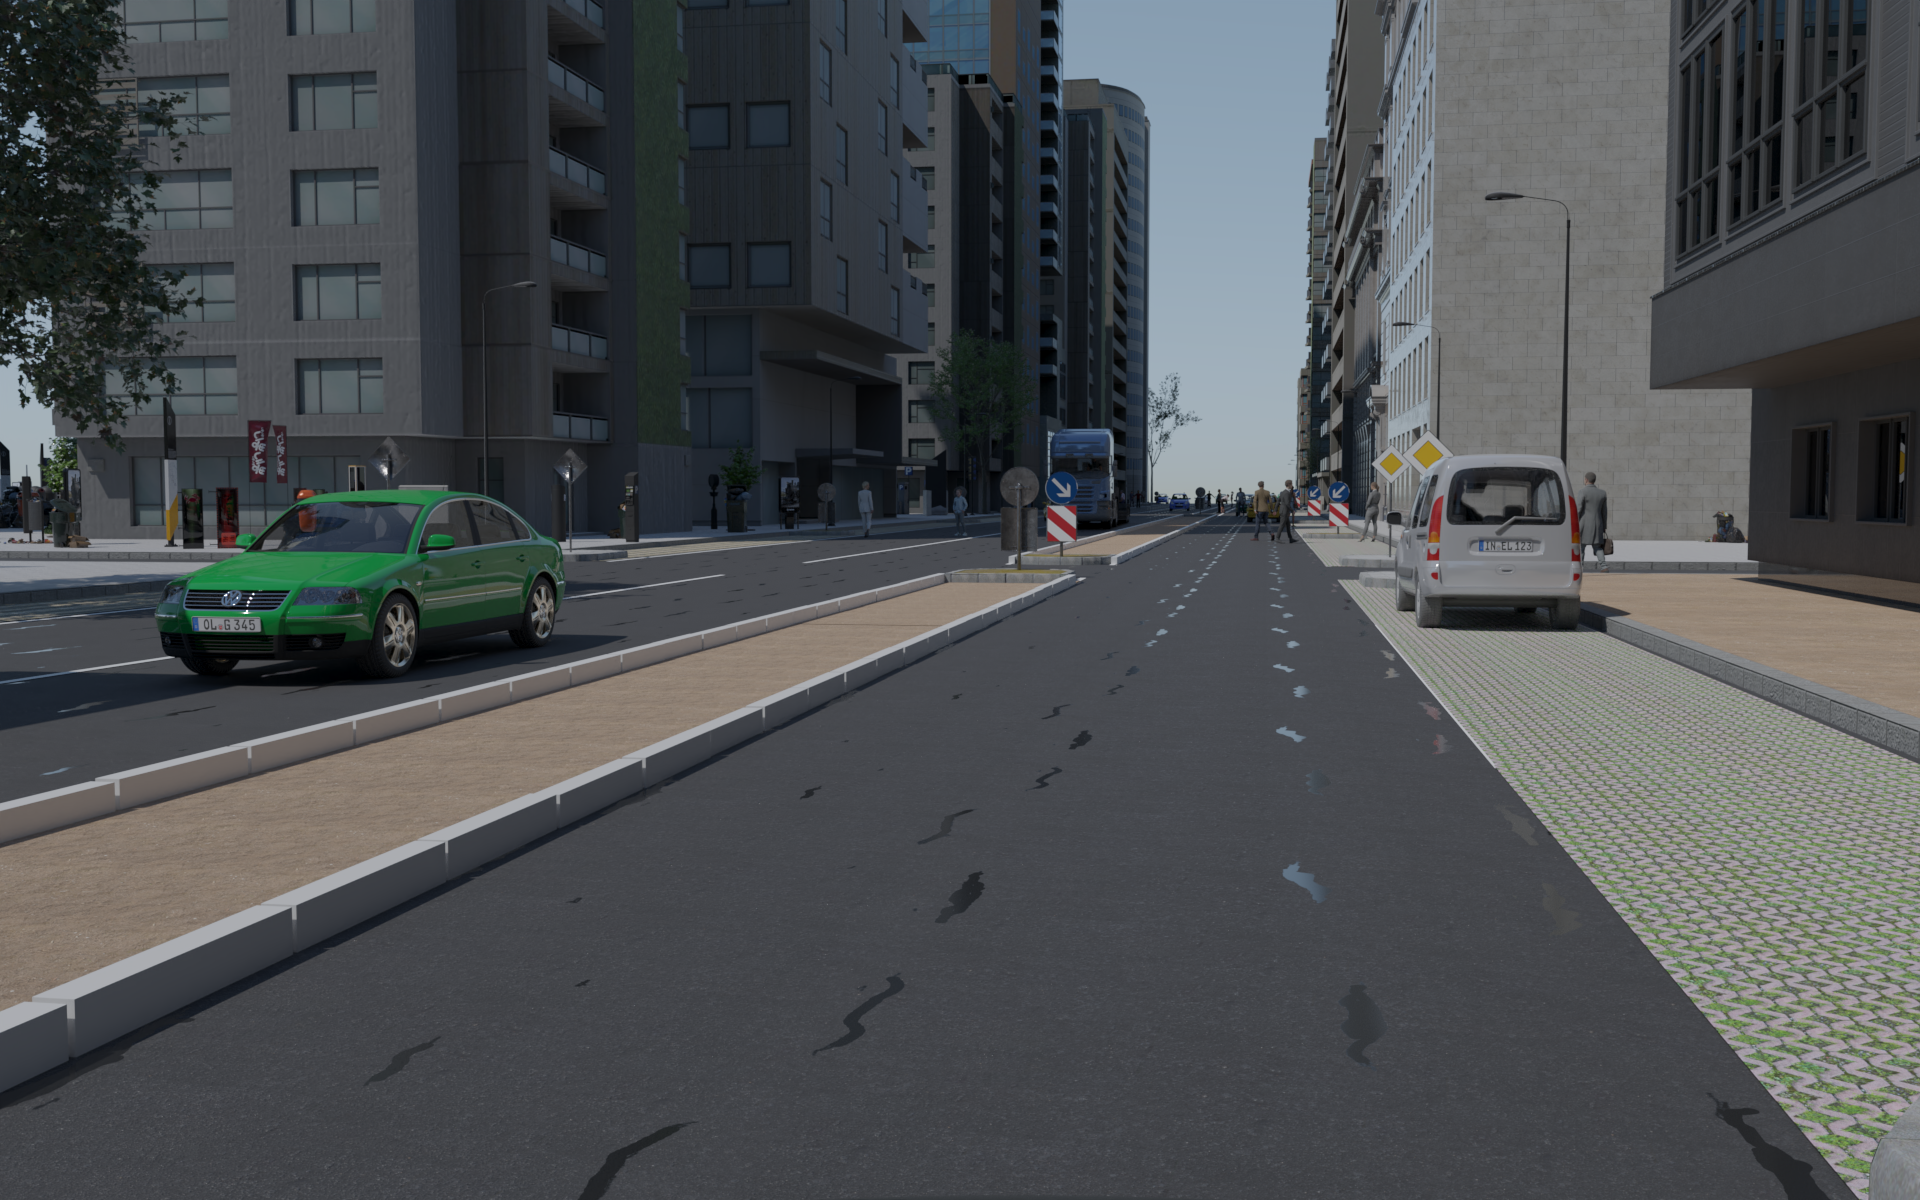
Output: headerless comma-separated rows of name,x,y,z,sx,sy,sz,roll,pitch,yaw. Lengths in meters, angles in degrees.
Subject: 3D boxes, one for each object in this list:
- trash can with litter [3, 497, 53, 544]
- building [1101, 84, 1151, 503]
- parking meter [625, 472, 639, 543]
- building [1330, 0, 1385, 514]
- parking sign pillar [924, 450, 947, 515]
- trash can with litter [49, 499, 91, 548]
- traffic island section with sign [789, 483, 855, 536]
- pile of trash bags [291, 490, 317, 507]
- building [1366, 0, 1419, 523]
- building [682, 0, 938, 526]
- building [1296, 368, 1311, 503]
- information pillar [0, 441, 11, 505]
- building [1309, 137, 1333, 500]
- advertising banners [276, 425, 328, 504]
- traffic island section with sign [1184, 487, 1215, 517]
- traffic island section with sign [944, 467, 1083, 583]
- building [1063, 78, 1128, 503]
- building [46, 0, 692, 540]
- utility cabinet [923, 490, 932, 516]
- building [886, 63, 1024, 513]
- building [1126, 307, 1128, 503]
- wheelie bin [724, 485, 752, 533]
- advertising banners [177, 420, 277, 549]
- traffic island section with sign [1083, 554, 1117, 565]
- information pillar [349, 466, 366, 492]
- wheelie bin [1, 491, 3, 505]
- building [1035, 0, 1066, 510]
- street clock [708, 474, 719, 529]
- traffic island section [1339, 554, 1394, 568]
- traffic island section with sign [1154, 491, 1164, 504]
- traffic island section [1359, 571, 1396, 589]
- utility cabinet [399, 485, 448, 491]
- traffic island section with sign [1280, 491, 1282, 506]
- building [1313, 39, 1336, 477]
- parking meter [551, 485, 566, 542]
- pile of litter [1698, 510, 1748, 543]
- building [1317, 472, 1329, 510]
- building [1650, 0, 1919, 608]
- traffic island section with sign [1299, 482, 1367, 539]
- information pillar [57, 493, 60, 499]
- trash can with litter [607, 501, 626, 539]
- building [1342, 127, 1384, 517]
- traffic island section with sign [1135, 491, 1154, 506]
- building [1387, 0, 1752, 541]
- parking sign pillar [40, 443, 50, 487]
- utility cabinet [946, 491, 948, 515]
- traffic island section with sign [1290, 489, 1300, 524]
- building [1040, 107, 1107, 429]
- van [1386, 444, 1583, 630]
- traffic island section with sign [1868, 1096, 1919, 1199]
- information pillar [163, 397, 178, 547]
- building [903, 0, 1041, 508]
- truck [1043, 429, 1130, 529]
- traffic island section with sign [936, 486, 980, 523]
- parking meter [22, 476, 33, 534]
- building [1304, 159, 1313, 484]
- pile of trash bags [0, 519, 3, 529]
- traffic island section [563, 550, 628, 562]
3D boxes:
trash can with litter,-24.249,-2.086,45.164,2.233,1.210,1.678,2,4,27
building,15.599,-43.171,247.848,21.231,58.520,28.212,1,4,10
parking meter,-8.706,-2.462,45.968,0.255,1.863,0.399,1,4,11
building,36.491,-30.157,116.765,21.300,48.544,21.600,1,4,10
parking sign pillar,-1.492,-7.081,104.254,1.447,3.967,1.447,-1,4,-15
trash can with litter,-21.220,-1.836,41.399,1.055,1.170,0.624,1,4,23
traffic island section with sign,-4.714,-3.147,60.086,1.989,1.847,2.006,1,4,10
pile of trash bags,-35.417,-4.973,91.062,1.912,1.369,3.447,1,4,12
building,24.805,-17.566,73.113,13.634,28.700,20.117,1,4,10
building,-16.730,-30.104,81.443,28.713,52.752,27.495,1,4,10
building,62.817,-24.736,249.468,27.650,21.520,28.899,1,4,10
information pillar,-42.339,-5.227,76.813,0.183,3.616,0.504,1,4,20
building,47.748,-31.609,200.405,14.154,41.232,14.086,1,4,10
advertising banners,-17.040,-2.971,44.762,0.090,3.025,2.074,1,4,17
traffic island section with sign,15.220,-6.224,109.901,2.006,1.907,1.989,1,4,10
traffic island section with sign,0.887,-1.252,28.604,2.006,1.907,1.989,1,4,10
building,8.583,-35.711,207.571,21.300,48.544,21.600,1,4,10
building,-17.290,-22.576,52.715,14.154,41.232,14.086,1,4,10
utility cabinet,-1.889,-5.625,100.642,0.318,1.500,1.173,-1,4,-11
building,-3.476,-21.332,120.476,14.160,30.474,14.107,1,4,10
building,14.296,-27.785,225.978,14.160,30.474,14.107,1,4,10
wheelie bin,-7.427,-3.052,57.812,0.980,1.594,0.693,0,4,4
advertising banners,-17.252,-2.721,40.681,2.074,3.025,0.090,-1,4,-23
traffic island section with sign,2.183,-1.698,35.897,2.006,1.907,1.989,1,4,10
information pillar,-15.607,-2.471,44.896,0.304,2.012,0.304,2,4,35
wheelie bin,-38.736,-3.851,70.876,0.980,1.594,0.693,1,4,21
building,-1.198,-51.628,156.786,22.319,86.520,31.000,1,4,10
street clock,-8.956,-3.577,63.051,0.358,2.002,0.471,-2,4,-33
traffic island section,8.732,-0.783,35.091,2.009,0.180,2.903,1,4,10
traffic island section with sign,27.798,-14.428,244.529,1.989,1.847,2.006,1,4,10
traffic island section,7.346,-0.302,27.226,2.009,0.180,2.903,1,4,10
utility cabinet,-13.574,-2.152,43.861,1.173,1.500,0.318,-1,4,-12
traffic island section with sign,25.745,-7.631,133.397,1.989,1.847,2.006,1,4,10
building,46.391,-33.412,165.896,23.786,49.044,30.456,1,4,10
parking meter,-10.729,-2.317,46.298,0.372,1.533,0.369,0,3,0
pile of litter,20.386,-1.949,45.838,1.176,0.858,1.719,-1,4,-11
building,45.407,-27.320,138.557,32.217,40.220,23.993,1,4,10
building,15.088,-13.387,12.390,14.314,27.812,24.014,1,4,10
traffic island section with sign,12.084,-2.892,55.916,1.989,1.847,2.006,1,4,10
information pillar,-49.072,-5.484,94.148,0.304,2.012,0.304,-2,4,-25
trash can with litter,-9.718,-2.343,49.693,1.055,1.170,0.624,3,4,37
building,28.403,-15.535,95.799,13.314,21.916,24.055,1,4,10
traffic island section with sign,23.041,-12.779,217.558,1.989,1.847,2.006,1,4,10
building,19.719,-12.274,55.433,10.420,20.320,16.860,1,4,10
parking sign pillar,-48.728,-6.348,92.258,1.447,3.967,1.447,-2,4,-31
utility cabinet,-1.331,-5.967,106.234,1.173,1.500,0.318,-1,4,-21
traffic island section with sign,16.970,-4.588,83.647,1.989,1.847,2.006,1,4,10
building,7.507,-30.330,179.486,14.154,41.232,14.086,1,4,10
van,5.917,-0.775,19.678,2.013,2.044,4.112,1,4,10
traffic island section with sign,2.713,0.356,2.802,1.989,1.847,2.006,1,4,10
information pillar,-19.157,-3.100,42.036,0.183,3.616,0.504,0,3,0
building,-1.523,-29.633,134.604,14.600,45.320,14.200,1,4,10
truck,5.974,-5.360,77.387,2.967,4.110,18.799,1,4,8
traffic island section with sign,-0.030,-4.771,86.632,1.989,1.847,2.006,1,4,10
parking meter,-30.401,-3.103,56.448,0.255,1.863,0.399,-2,4,-24
building,55.418,-34.628,220.786,22.147,44.769,28.867,1,4,10
pile of trash bags,-35.571,-3.368,64.821,3.447,1.369,1.912,3,5,40
traffic island section,-8.592,-0.970,38.139,2.009,0.180,2.903,1,4,10
